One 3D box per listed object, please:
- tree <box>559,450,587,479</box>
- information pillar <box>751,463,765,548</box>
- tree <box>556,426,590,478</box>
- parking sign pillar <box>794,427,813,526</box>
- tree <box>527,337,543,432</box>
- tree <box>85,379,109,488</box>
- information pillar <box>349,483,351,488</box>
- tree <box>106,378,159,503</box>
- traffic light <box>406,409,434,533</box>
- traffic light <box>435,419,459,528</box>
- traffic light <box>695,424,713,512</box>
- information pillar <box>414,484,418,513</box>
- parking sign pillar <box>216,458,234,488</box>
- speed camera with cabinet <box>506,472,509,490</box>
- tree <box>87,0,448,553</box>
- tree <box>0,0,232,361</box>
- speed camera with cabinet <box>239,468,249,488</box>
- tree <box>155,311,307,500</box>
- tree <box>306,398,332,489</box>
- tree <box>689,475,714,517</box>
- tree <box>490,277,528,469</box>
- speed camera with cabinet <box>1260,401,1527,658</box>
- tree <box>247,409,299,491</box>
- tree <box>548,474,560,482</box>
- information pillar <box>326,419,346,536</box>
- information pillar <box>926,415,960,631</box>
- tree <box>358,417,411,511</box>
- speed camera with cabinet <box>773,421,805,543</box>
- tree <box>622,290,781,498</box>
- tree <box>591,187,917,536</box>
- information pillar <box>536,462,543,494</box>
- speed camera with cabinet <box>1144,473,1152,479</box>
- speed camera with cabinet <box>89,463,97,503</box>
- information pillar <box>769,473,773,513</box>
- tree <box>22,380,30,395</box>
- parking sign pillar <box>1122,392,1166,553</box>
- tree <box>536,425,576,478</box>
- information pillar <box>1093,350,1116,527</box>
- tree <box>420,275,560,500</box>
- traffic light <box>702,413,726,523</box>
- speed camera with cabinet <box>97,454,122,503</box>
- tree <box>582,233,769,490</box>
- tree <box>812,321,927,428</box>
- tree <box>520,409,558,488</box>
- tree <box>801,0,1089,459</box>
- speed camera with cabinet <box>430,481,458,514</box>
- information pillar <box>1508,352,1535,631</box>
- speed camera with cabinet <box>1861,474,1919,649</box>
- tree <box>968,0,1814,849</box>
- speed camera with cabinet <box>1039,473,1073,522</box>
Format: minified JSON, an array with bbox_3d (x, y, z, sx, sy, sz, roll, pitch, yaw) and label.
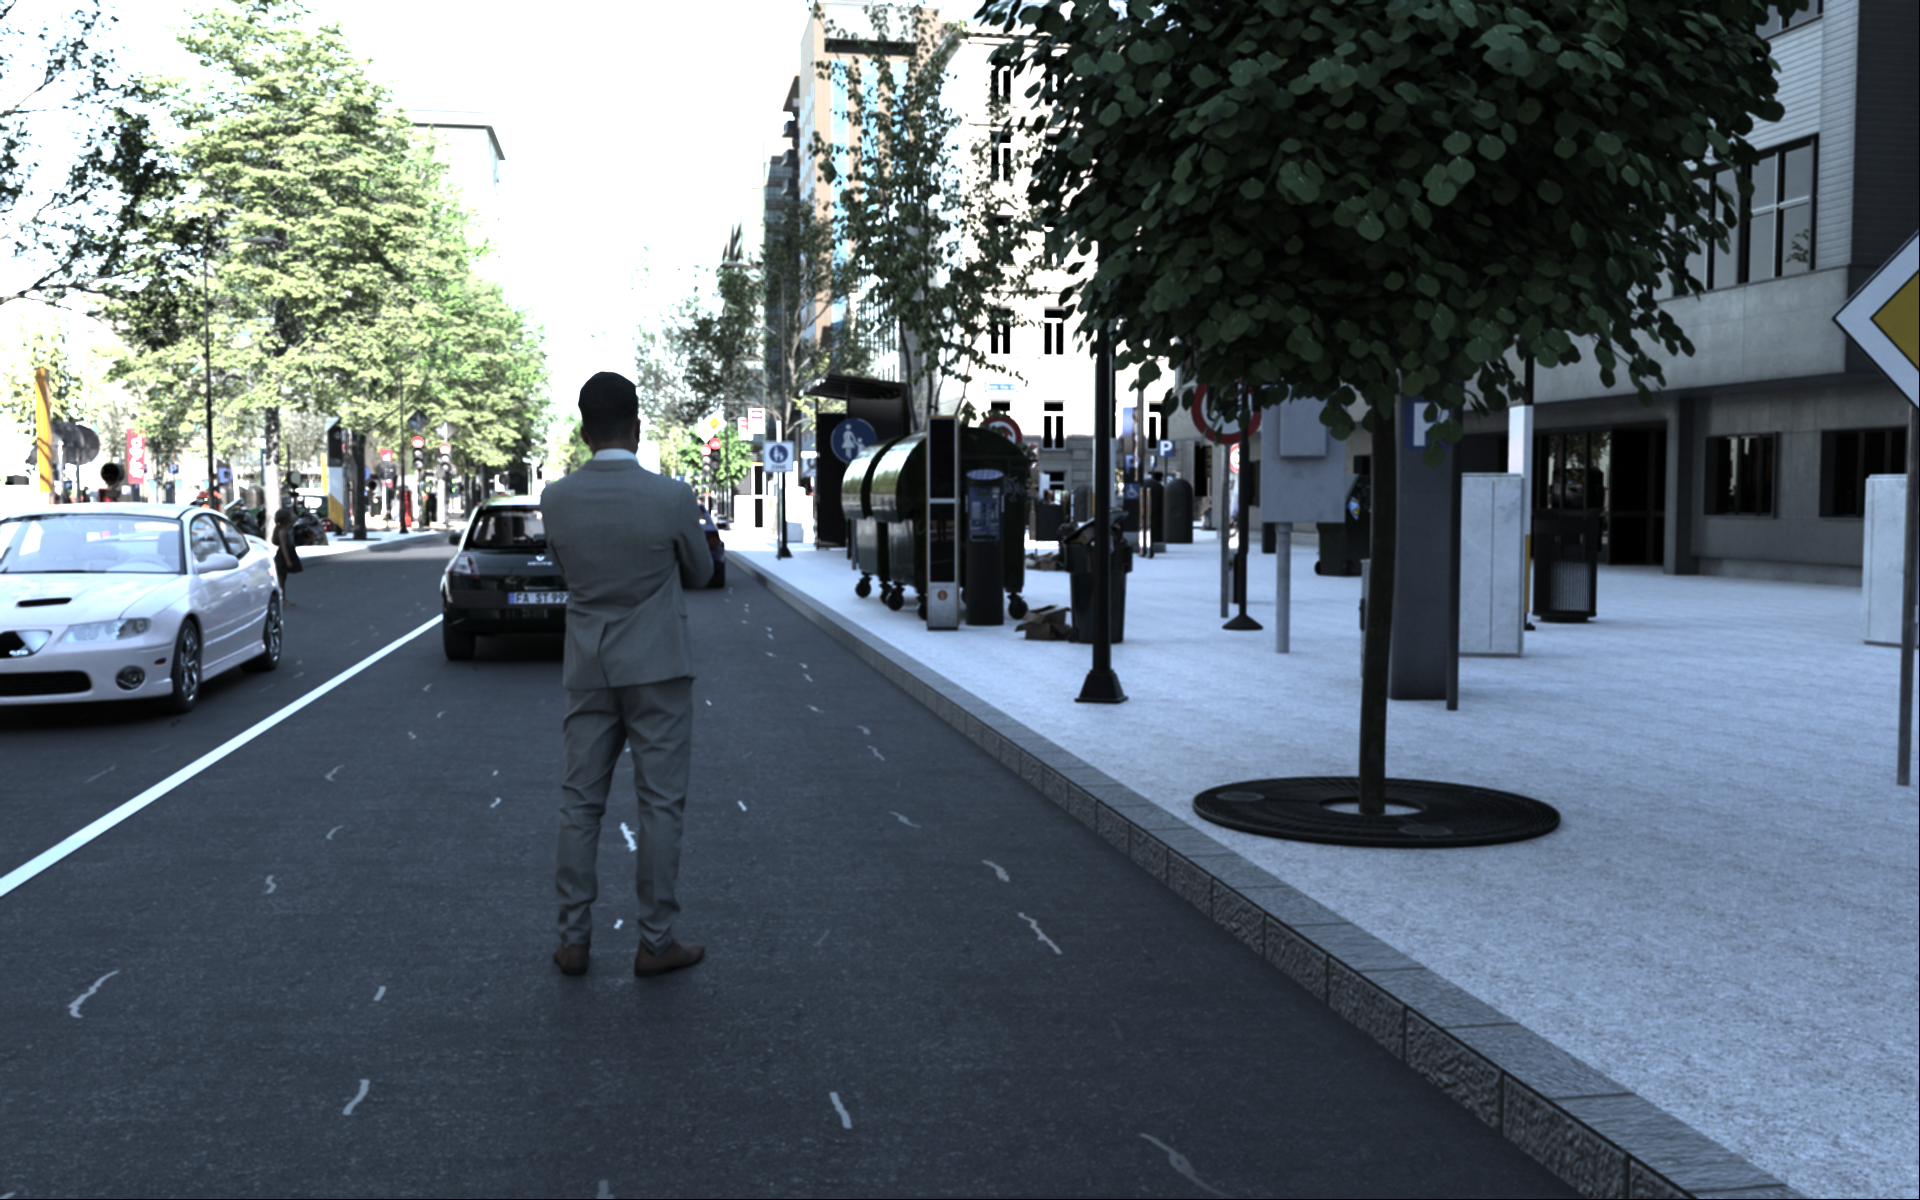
[{"bbox_3d":[-59.615,-21.992,276.570,9.611,12.733,9.660,0,3,0],"label":"tree"},{"bbox_3d":[-4.858,-2.273,41.658,0.304,2.012,0.304,-1,4,-14],"label":"information pillar"},{"bbox_3d":[-50.810,-18.199,231.964,7.601,10.594,8.767,-1,4,-11],"label":"tree"},{"bbox_3d":[-6.563,-4.894,68.496,1.447,3.967,1.447,0,4,-4],"label":"parking sign pillar"},{"bbox_3d":[-24.962,-10.448,88.954,7.486,12.596,7.792,0,3,0],"label":"tree"},{"bbox_3d":[-51.644,-9.535,106.263,4.360,8.622,3.978,0,3,0],"label":"tree"},{"bbox_3d":[-38.857,-6.453,109.992,0.304,2.012,0.304,1,4,19],"label":"information pillar"},{"bbox_3d":[-44.507,-8.930,96.376,4.360,8.622,3.978,0,3,0],"label":"tree"},{"bbox_3d":[-17.789,-4.168,57.075,0.839,4.253,0.868,-1,4,-10],"label":"traffic light"},{"bbox_3d":[-19.235,-4.649,64.928,0.839,4.253,0.868,-1,4,-10],"label":"traffic light"},{"bbox_3d":[-9.785,-4.756,66.678,0.839,4.253,0.868,-1,4,-10],"label":"traffic light"},{"bbox_3d":[-37.760,-7.098,120.542,0.304,2.012,0.304,-3,4,-38],"label":"information pillar"},{"bbox_3d":[-54.851,-8.628,129.543,1.447,3.967,1.447,3,5,44],"label":"parking sign pillar"},{"bbox_3d":[-31.528,-7.732,120.759,0.660,3.252,2.038,0,4,-5],"label":"speed camera with cabinet"},{"bbox_3d":[-14.722,-7.329,37.962,7.486,12.596,7.792,0,3,0],"label":"tree"},{"bbox_3d":[-13.579,-5.427,23.151,7.601,10.594,8.767,-1,4,-23],"label":"tree"},{"bbox_3d":[-48.740,-7.570,118.103,0.660,3.252,2.038,-2,4,-25],"label":"speed camera with cabinet"},{"bbox_3d":[-29.157,-7.285,69.473,4.360,8.622,3.978,0,3,0],"label":"tree"},{"bbox_3d":[-40.008,-9.561,106.688,4.360,8.622,3.978,0,3,0],"label":"tree"},{"bbox_3d":[-14.212,-6.149,95.140,1.663,3.219,1.824,0,3,0],"label":"tree"},{"bbox_3d":[-22.212,-9.436,72.413,7.486,12.596,7.792,0,3,0],"label":"tree"},{"bbox_3d":[3.457,-1.196,13.894,2.038,3.252,0.660,1,4,11],"label":"speed camera with cabinet"},{"bbox_3d":[-51.431,-11.025,130.623,4.737,8.622,4.395,0,3,0],"label":"tree"},{"bbox_3d":[-36.219,-9.761,154.197,1.663,3.219,1.824,0,3,0],"label":"tree"},{"bbox_3d":[-19.075,-3.764,52.892,0.183,3.616,0.504,2,4,35],"label":"information pillar"},{"bbox_3d":[-0.157,-0.723,16.311,0.304,2.012,0.304,0,4,3],"label":"information pillar"},{"bbox_3d":[-43.927,-11.149,132.644,4.360,8.622,3.978,0,3,0],"label":"tree"},{"bbox_3d":[-4.595,-3.196,46.591,0.660,3.252,2.038,-1,4,-13],"label":"speed camera with cabinet"},{"bbox_3d":[-15.783,-11.863,104.330,12.009,13.543,11.850,0,3,0],"label":"tree"},{"bbox_3d":[-5.363,-7.233,52.674,7.601,10.594,8.767,2,4,27],"label":"tree"},{"bbox_3d":[-30.436,-8.204,125.495,0.504,3.616,0.183,-1,4,-18],"label":"information pillar"},{"bbox_3d":[7.881,-4.980,75.759,0.660,3.252,2.038,1,4,20],"label":"speed camera with cabinet"},{"bbox_3d":[-55.355,-7.135,110.986,0.660,3.252,2.038,-1,4,-17],"label":"speed camera with cabinet"},{"bbox_3d":[-12.630,-7.610,115.770,0.183,3.616,0.504,1,4,17],"label":"information pillar"},{"bbox_3d":[-40.776,-7.381,71.040,4.360,8.622,3.978,0,3,0],"label":"tree"},{"bbox_3d":[3.830,-3.040,38.172,1.447,3.967,1.447,0,4,8],"label":"parking sign pillar"},{"bbox_3d":[-41.624,-13.925,178.032,4.737,8.622,4.395,0,3,0],"label":"tree"},{"bbox_3d":[2.155,-2.103,25.743,0.183,3.616,0.504,-2,4,-30],"label":"information pillar"},{"bbox_3d":[-27.350,-11.813,99.798,9.857,13.997,8.962,0,3,0],"label":"tree"},{"bbox_3d":[-8.339,-4.275,58.825,0.839,4.253,0.868,-1,4,-10],"label":"traffic light"},{"bbox_3d":[-40.727,-5.470,83.762,0.660,3.252,2.038,0,4,1],"label":"speed camera with cabinet"},{"bbox_3d":[-20.669,-16.577,126.928,12.611,20.169,13.585,0,3,0],"label":"tree"},{"bbox_3d":[-3.632,-7.485,72.748,4.360,8.622,3.978,0,3,0],"label":"tree"},{"bbox_3d":[-36.421,-12.142,148.881,4.360,8.622,3.978,0,3,0],"label":"tree"},{"bbox_3d":[-0.395,-4.520,24.268,4.737,8.622,4.395,0,3,0],"label":"tree"},{"bbox_3d":[-33.150,-7.109,110.564,2.038,3.252,0.660,-2,4,-35],"label":"speed camera with cabinet"},{"bbox_3d":[5.315,-1.532,16.408,0.183,3.616,0.504,0,4,1],"label":"information pillar"},{"bbox_3d":[8.735,-1.251,14.789,2.038,3.252,0.660,-1,4,-20],"label":"speed camera with cabinet"},{"bbox_3d":[1.598,-1.410,6.775,4.285,4.588,4.351,0,3,0],"label":"tree"},{"bbox_3d":[4.008,-4.971,75.611,0.660,3.252,2.038,-3,5,-45],"label":"speed camera with cabinet"}]
